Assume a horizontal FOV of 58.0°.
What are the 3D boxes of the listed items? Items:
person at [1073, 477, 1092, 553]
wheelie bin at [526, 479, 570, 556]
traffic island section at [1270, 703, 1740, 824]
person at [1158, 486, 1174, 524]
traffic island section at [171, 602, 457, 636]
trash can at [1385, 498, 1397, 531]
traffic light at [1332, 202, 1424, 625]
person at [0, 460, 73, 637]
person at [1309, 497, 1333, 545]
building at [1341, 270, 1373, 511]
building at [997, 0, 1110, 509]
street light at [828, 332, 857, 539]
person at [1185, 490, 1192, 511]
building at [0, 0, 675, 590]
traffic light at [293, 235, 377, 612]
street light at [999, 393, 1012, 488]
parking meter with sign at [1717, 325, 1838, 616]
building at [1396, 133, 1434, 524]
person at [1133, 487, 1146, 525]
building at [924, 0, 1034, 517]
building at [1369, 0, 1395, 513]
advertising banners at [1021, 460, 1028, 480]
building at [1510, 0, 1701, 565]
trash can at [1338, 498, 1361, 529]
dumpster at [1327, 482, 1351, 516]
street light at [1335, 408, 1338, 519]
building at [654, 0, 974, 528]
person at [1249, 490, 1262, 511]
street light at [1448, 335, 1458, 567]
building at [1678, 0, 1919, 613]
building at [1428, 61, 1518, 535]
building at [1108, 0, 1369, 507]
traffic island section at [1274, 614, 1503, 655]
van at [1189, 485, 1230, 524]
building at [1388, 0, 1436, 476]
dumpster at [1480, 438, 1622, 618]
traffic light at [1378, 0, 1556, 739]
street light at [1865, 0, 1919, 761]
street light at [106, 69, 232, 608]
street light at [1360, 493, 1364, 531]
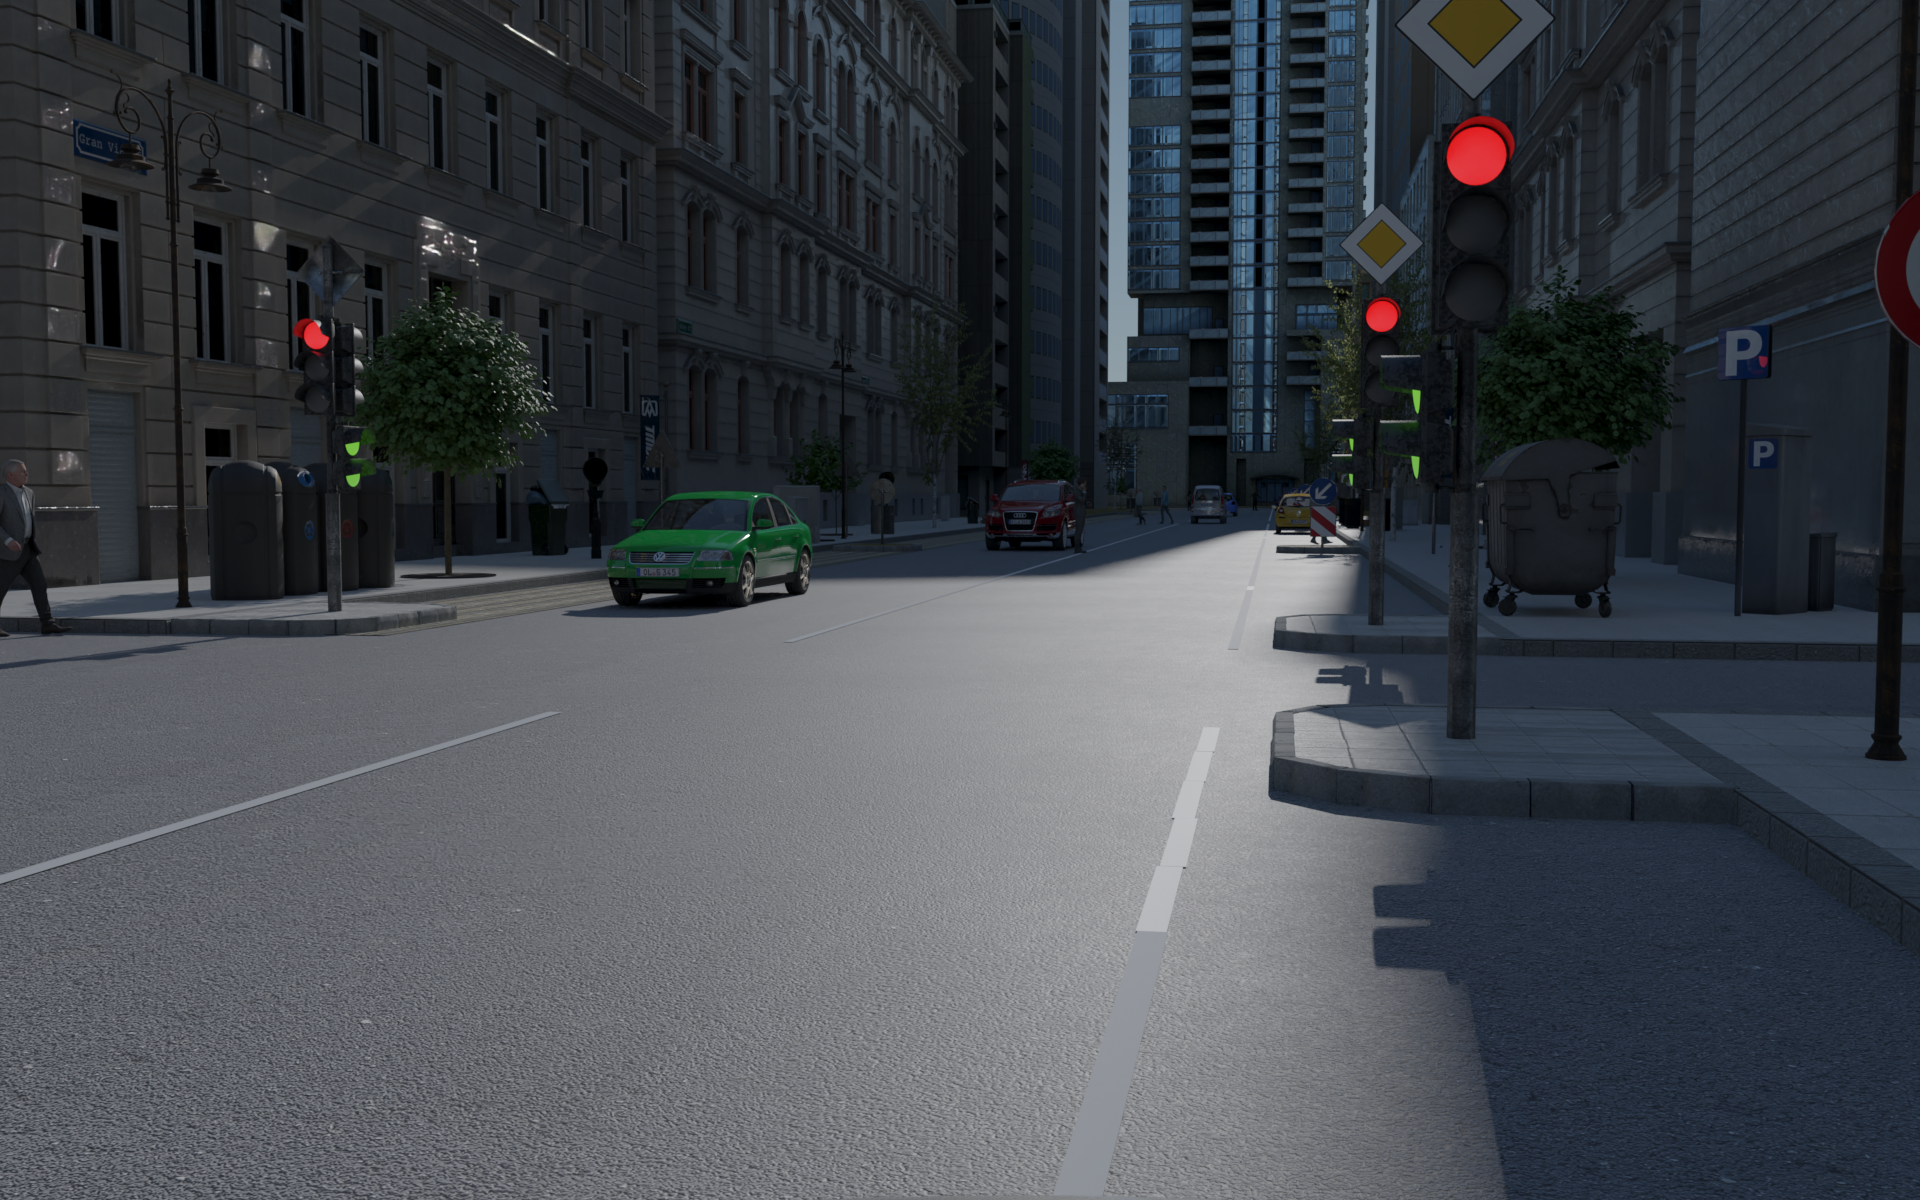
[{"bbox_3d":[2.964,-2.060,41.983,0.447,1.846,0.655,1,4,9],"label":"person"},{"bbox_3d":[-8.658,-1.735,36.273,0.693,1.594,0.980,2,4,25],"label":"wheelie bin"},{"bbox_3d":[2.659,0.805,9.120,2.009,0.180,2.903,1,4,10],"label":"traffic island section"},{"bbox_3d":[9.864,-4.566,83.009,0.748,1.841,0.638,3,4,36],"label":"person"},{"bbox_3d":[-6.862,0.202,18.978,2.009,0.180,2.903,1,4,10],"label":"traffic island section"},{"bbox_3d":[14.727,-2.956,59.976,0.748,1.137,0.748,0,3,0],"label":"trash can"},{"bbox_3d":[4.059,-1.709,16.868,0.839,4.253,0.868,1,4,10],"label":"traffic light"},{"bbox_3d":[-9.425,-0.521,17.422,0.834,1.777,0.661,0,4,2],"label":"person"},{"bbox_3d":[10.209,-2.464,48.772,0.713,1.824,0.794,2,4,26],"label":"person"},{"bbox_3d":[46.768,-18.368,145.363,27.650,21.520,28.899,1,4,10],"label":"building"},{"bbox_3d":[-0.907,-37.606,156.861,28.212,58.520,21.231,1,4,10],"label":"building"},{"bbox_3d":[-3.340,-4.690,49.477,0.468,5.910,1.993,1,4,10],"label":"street light"},{"bbox_3d":[19.308,-8.327,145.373,0.721,1.735,1.217,-3,5,-42],"label":"person"},{"bbox_3d":[-15.793,-14.555,35.241,12.463,27.353,25.104,1,4,10],"label":"building"},{"bbox_3d":[-6.825,-1.830,18.836,0.839,4.253,0.868,1,4,10],"label":"traffic light"},{"bbox_3d":[2.107,-6.500,79.068,0.468,5.910,1.993,1,4,10],"label":"street light"},{"bbox_3d":[8.820,-1.366,18.600,1.738,3.016,0.543,-3,4,-38],"label":"parking meter with sign"},{"bbox_3d":[26.396,-13.828,80.847,10.420,20.320,16.860,1,4,10],"label":"building"},{"bbox_3d":[8.384,-4.383,80.648,0.515,1.767,0.782,0,4,-6],"label":"person"},{"bbox_3d":[-3.599,-20.184,101.717,14.160,30.474,14.107,1,4,10],"label":"building"},{"bbox_3d":[38.551,-35.094,115.786,21.231,58.520,28.212,1,4,10],"label":"building"},{"bbox_3d":[3.896,-5.717,89.659,2.074,3.025,0.090,-3,5,-40],"label":"advertising banners"},{"bbox_3d":[20.872,-15.470,40.320,14.401,28.519,23.554,1,4,10],"label":"building"},{"bbox_3d":[14.635,-3.230,64.462,0.748,1.137,0.748,0,3,0],"label":"trash can"},{"bbox_3d":[18.480,-4.832,84.757,1.264,1.857,1.865,1,4,10],"label":"dumpster"},{"bbox_3d":[19.400,-7.124,89.272,0.468,5.910,1.993,1,4,10],"label":"street light"},{"bbox_3d":[-8.119,-18.095,83.249,14.401,28.519,23.554,1,4,10],"label":"building"},{"bbox_3d":[25.354,-8.569,148.745,1.348,1.807,0.705,-1,4,-20],"label":"person"},{"bbox_3d":[8.679,-3.517,30.286,0.468,5.910,1.993,1,4,10],"label":"street light"},{"bbox_3d":[19.526,-10.519,21.138,18.267,20.994,9.793,1,4,10],"label":"building"},{"bbox_3d":[24.014,-14.924,62.026,12.078,24.808,19.932,1,4,10],"label":"building"},{"bbox_3d":[30.247,-53.416,186.028,31.000,86.520,22.319,1,4,10],"label":"building"},{"bbox_3d":[4.097,0.325,16.975,2.009,0.180,2.903,1,4,10],"label":"traffic island section"},{"bbox_3d":[12.206,-4.763,84.884,2.013,2.044,4.112,1,4,10],"label":"van"},{"bbox_3d":[31.524,-27.260,95.810,14.600,45.320,14.200,1,4,10],"label":"building"},{"bbox_3d":[6.374,-0.793,18.724,1.264,1.857,1.865,1,4,10],"label":"dumpster"},{"bbox_3d":[2.622,-1.229,9.013,0.839,4.253,0.868,1,4,10],"label":"traffic light"},{"bbox_3d":[4.493,-2.167,8.226,0.468,5.910,1.993,1,4,10],"label":"street light"},{"bbox_3d":[-8.795,-2.854,19.444,0.468,5.910,1.993,1,4,10],"label":"street light"},{"bbox_3d":[13.922,-5.322,59.800,0.468,5.910,1.993,1,4,10],"label":"street light"}]
